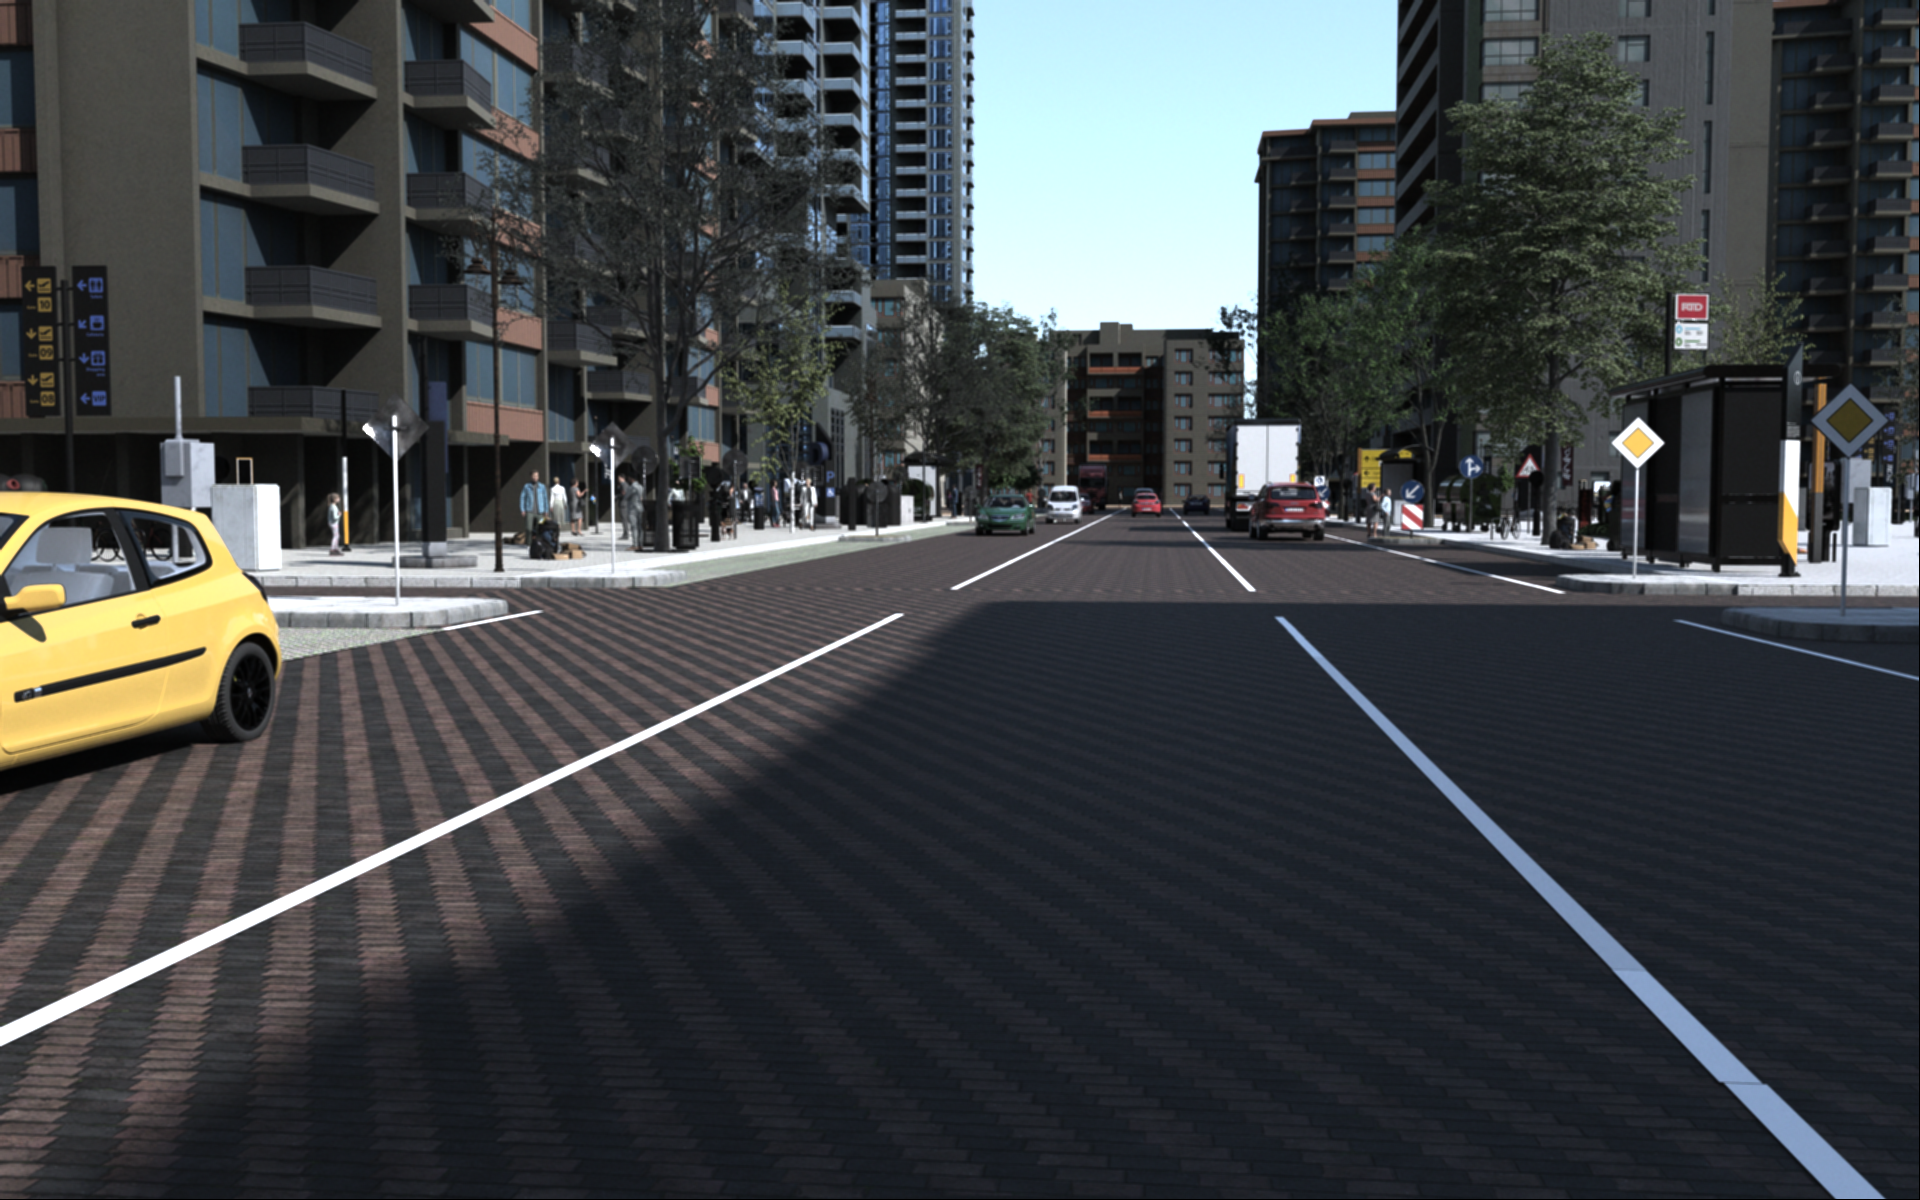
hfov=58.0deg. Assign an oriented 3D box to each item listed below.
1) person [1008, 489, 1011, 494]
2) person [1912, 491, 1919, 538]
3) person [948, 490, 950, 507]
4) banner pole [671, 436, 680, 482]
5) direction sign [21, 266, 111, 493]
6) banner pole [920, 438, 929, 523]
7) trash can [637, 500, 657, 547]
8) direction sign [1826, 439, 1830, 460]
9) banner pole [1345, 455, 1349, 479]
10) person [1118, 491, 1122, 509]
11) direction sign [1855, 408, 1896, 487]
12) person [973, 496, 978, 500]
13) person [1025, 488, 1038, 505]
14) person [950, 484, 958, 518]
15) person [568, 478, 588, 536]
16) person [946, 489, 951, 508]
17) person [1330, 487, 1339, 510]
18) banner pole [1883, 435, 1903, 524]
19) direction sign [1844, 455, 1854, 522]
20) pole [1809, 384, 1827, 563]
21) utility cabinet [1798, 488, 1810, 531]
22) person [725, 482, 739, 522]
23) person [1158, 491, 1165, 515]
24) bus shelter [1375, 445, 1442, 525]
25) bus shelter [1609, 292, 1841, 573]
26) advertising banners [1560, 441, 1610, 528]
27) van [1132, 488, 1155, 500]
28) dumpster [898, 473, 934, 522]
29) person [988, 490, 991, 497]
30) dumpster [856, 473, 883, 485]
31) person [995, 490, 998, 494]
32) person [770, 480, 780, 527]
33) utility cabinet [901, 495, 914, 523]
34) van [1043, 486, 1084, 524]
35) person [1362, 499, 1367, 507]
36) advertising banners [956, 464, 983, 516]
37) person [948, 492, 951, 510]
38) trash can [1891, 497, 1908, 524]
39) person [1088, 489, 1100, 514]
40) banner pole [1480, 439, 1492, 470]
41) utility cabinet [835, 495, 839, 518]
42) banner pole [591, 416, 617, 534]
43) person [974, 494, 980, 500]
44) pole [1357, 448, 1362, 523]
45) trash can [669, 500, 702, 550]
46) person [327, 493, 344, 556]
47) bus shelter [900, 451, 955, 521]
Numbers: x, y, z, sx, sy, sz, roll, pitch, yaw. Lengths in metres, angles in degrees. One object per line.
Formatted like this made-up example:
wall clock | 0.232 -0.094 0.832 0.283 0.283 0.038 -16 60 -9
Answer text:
person | 4.701 -9.853 167.128 0.705 1.826 1.348 1 4 15
person | 28.301 -2.739 50.595 0.755 1.850 0.659 1 4 13
person | -0.993 -10.010 170.394 0.721 1.739 1.217 0 4 -6
banner pole | -12.298 -5.183 74.755 0.401 3.779 0.863 1 4 20
direction sign | -8.890 -1.547 17.292 0.876 3.537 0.379 0 4 5
banner pole | -1.625 -5.345 77.413 0.401 3.779 0.863 0 4 -6
trash can | -7.566 -1.860 42.065 0.748 1.137 0.748 0 3 0
direction sign | 32.817 -4.499 65.557 0.379 3.537 0.876 2 4 32
banner pole | 22.057 -6.667 99.018 0.401 3.779 0.863 0 4 -8
person | 15.687 -9.740 168.532 0.721 1.735 1.217 0 4 2
direction sign | 24.279 -3.292 45.828 0.876 3.537 0.379 0 4 -5
person | 1.118 -8.765 150.069 1.217 1.743 0.721 3 5 40
person | 4.693 -6.594 116.248 1.348 1.831 0.705 -3 5 -40
person | -0.311 -5.199 91.228 0.419 1.800 0.721 -1 4 -18
person | -11.715 -2.868 53.295 0.716 1.782 0.532 3 5 42
person | -1.067 -8.992 153.984 0.530 1.710 0.541 -1 4 -13
person | 29.376 -7.951 136.053 0.705 1.822 1.348 3 5 39
banner pole | 39.594 -5.103 73.449 0.863 3.779 0.401 1 4 21
direction sign | 40.516 -5.298 78.614 0.876 3.537 0.379 -1 4 -10
pole | 15.892 -2.339 32.087 0.158 3.312 0.155 0 3 0
utility cabinet | 29.082 -3.131 59.877 0.318 1.500 1.173 0 4 -4
person | -9.992 -4.272 75.989 0.778 1.811 0.616 1 4 18
person | 13.953 -6.728 119.965 0.593 1.643 0.415 2 4 31
bus shelter | 19.016 -4.880 73.708 2.014 3.302 5.546 0 4 6
bus shelter | 13.576 -3.337 32.193 2.179 5.291 8.768 0 4 7
advertising banners | 20.639 -3.724 57.077 0.090 3.025 2.074 -2 4 -35
van | 13.619 -7.366 127.446 2.013 2.044 4.112 1 4 8
dumpster | -2.051 -4.754 80.223 1.502 2.255 1.985 0 4 6
person | 2.682 -9.482 162.538 0.415 1.643 0.593 -3 5 -43
dumpster | -4.160 -4.697 79.293 1.502 2.255 1.985 0 4 6
person | 3.550 -10.053 171.119 0.721 1.735 1.217 -2 4 -31
person | -7.133 -3.714 66.769 0.388 1.821 0.555 0 4 -8
utility cabinet | -2.432 -3.991 76.411 0.306 1.237 1.020 2 4 33
van | 5.087 -4.755 84.750 2.013 2.044 4.112 0 4 6
person | 26.740 -6.370 113.452 1.065 1.426 0.557 -1 4 -11
advertising banners | 0.506 -6.450 101.642 2.074 3.025 0.090 3 4 36
person | -0.752 -7.927 138.875 0.599 1.433 0.991 1 4 13
trash can | 40.656 -3.882 75.123 0.748 1.137 0.748 0 3 0
person | 9.495 -7.100 124.729 1.348 1.807 0.705 -2 4 -28
banner pole | 23.655 -5.388 78.115 0.401 3.779 0.863 -2 4 -30
utility cabinet | -6.932 -5.085 94.302 1.020 1.237 0.306 2 4 32
banner pole | -11.467 -4.016 55.674 0.863 3.779 0.401 0 4 1
person | 1.325 -9.417 159.637 1.348 1.869 0.705 -3 4 -36
pole | 17.657 -5.062 76.608 0.158 3.312 0.155 0 3 0
trash can | -6.337 -1.733 39.996 0.748 1.137 0.748 0 3 0
person | -12.945 -1.564 35.899 0.425 1.301 0.394 3 5 43
bus shelter | -1.570 -5.557 84.786 2.014 3.302 5.546 0 4 6
